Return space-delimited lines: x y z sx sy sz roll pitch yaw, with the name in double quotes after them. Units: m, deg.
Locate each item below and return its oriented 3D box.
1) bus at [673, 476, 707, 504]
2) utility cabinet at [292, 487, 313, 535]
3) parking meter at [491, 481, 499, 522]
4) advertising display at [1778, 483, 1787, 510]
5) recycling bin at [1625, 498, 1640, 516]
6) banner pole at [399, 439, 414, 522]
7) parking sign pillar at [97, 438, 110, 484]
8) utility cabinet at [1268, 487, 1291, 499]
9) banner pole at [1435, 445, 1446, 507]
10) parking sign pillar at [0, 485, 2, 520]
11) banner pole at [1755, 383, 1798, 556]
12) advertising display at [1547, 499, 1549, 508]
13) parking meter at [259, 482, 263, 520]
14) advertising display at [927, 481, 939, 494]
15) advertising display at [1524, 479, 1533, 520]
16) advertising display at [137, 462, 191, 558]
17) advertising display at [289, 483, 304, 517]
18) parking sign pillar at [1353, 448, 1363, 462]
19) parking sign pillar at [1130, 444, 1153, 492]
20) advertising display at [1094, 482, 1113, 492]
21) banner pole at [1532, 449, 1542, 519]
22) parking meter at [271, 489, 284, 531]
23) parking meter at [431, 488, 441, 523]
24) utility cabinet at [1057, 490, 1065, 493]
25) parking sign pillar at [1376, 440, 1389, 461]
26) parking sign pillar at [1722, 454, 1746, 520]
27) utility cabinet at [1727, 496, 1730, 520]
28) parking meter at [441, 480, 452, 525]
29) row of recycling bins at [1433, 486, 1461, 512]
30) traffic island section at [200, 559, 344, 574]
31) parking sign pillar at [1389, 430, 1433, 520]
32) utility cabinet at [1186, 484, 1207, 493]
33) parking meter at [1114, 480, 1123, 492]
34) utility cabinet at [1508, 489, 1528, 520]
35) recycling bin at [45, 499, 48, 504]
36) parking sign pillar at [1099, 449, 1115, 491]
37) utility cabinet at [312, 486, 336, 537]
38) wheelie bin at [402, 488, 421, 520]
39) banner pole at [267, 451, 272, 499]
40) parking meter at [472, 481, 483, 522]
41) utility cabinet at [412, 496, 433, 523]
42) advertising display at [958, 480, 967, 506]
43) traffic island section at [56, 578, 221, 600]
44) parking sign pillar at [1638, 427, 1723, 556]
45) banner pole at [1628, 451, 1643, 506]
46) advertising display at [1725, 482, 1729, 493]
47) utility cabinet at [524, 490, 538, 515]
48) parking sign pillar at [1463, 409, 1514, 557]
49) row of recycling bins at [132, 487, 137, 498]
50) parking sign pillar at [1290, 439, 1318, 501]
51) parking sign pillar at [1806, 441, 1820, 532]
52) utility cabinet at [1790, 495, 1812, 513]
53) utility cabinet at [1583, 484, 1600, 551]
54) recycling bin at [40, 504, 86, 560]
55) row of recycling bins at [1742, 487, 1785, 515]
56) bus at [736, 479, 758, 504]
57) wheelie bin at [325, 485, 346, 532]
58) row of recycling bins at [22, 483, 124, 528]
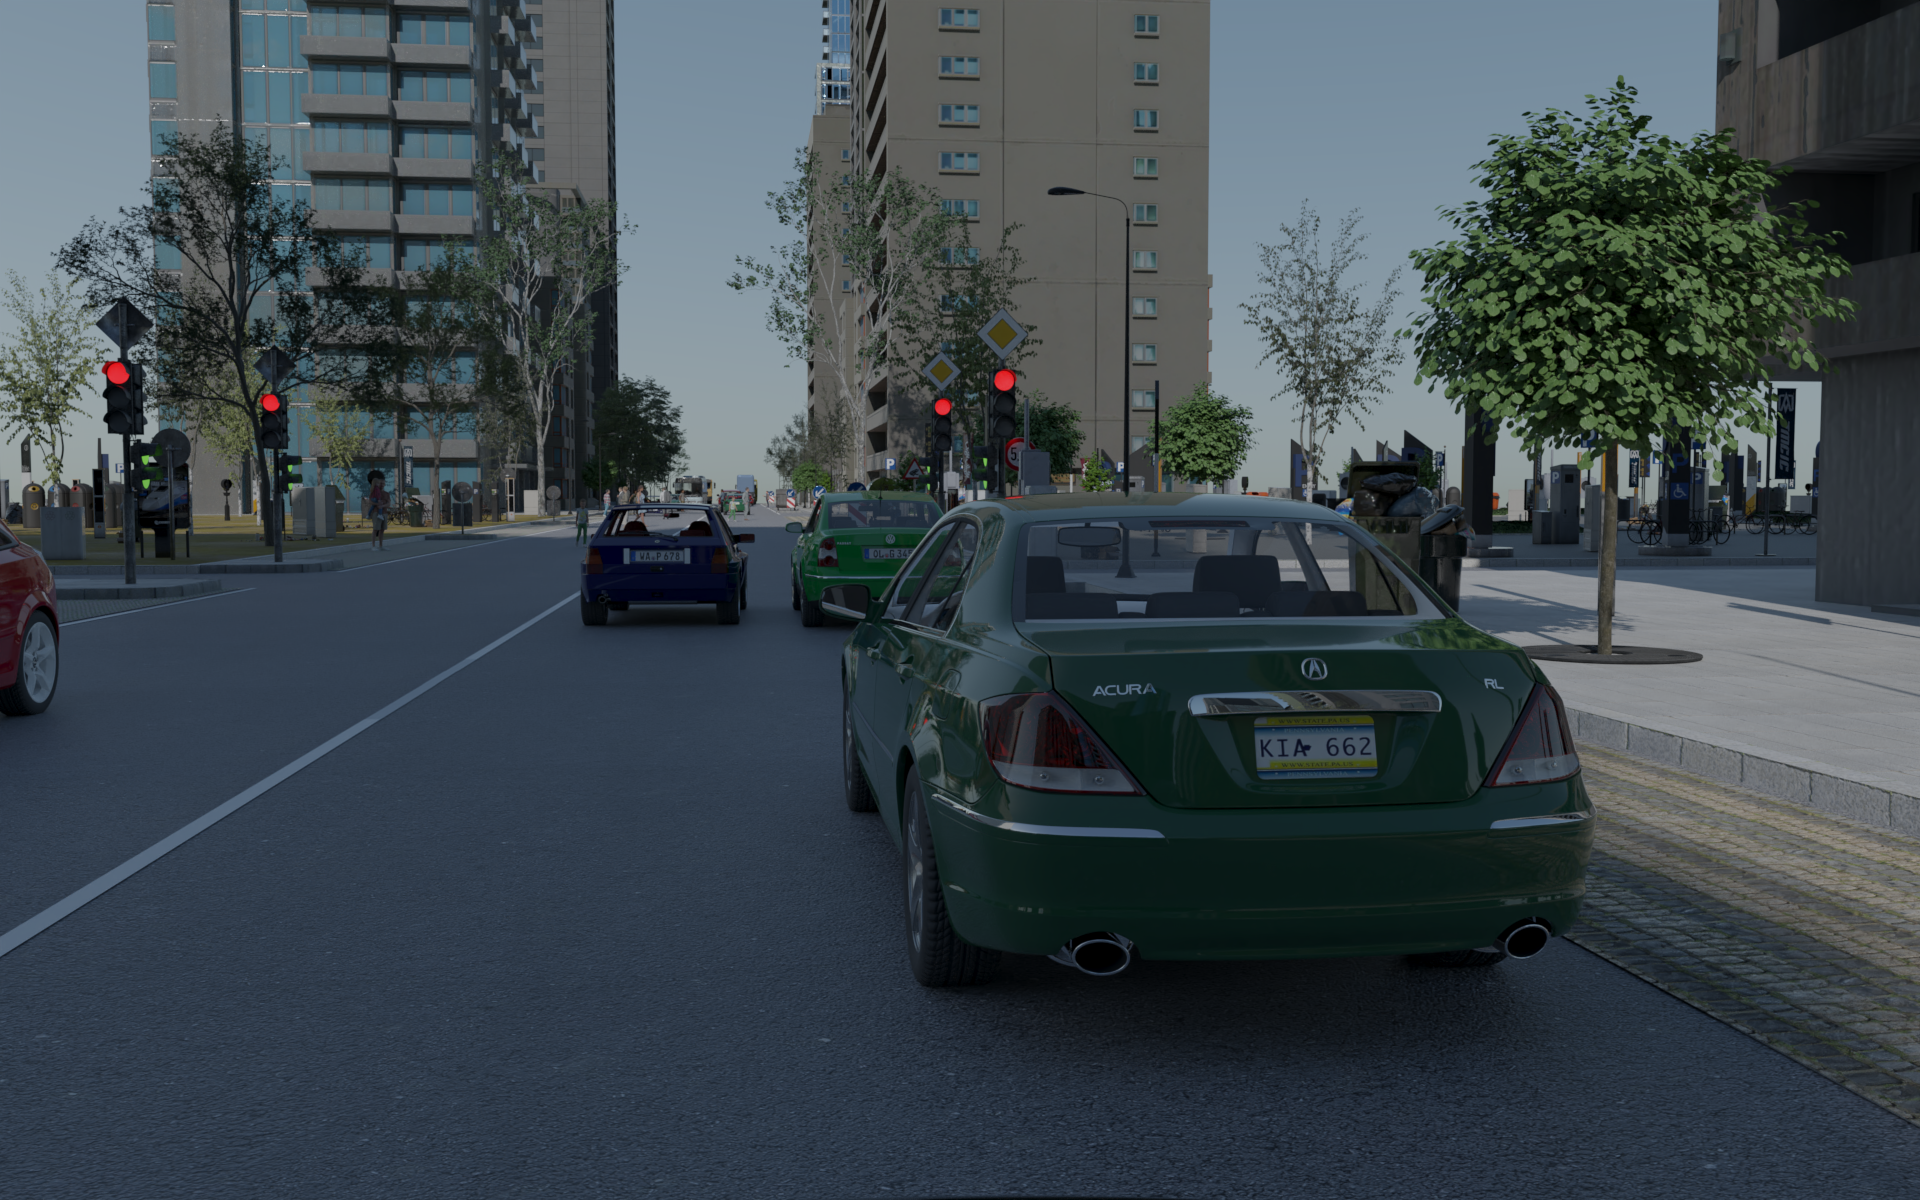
-26.014 -10.572 167.706 2.948 3.499 13.247 0 4 -6 "bus"
-20.458 -2.770 53.973 0.318 1.500 1.173 -3 5 -41 "utility cabinet"
-21.167 -4.475 78.869 0.255 1.863 0.399 0 4 0 "parking meter"
48.313 -5.906 101.776 0.974 1.923 0.123 -3 5 -40 "advertising display"
39.168 -5.408 100.969 0.722 1.027 0.722 -3 5 -44 "recycling bin"
-25.334 -5.452 79.153 0.401 3.779 0.863 3 5 41 "banner pole"
-41.401 -5.823 83.686 1.447 3.967 1.447 -2 4 -28 "parking sign pillar"
10.042 -2.793 54.339 0.318 1.500 1.173 2 4 33 "utility cabinet"
24.741 -6.061 89.112 0.863 3.779 0.401 -2 4 -26 "banner pole"
-18.604 -2.675 32.207 1.447 3.967 1.447 2 4 28 "parking sign pillar"
16.969 -2.808 35.936 0.863 3.779 0.401 -1 4 -13 "banner pole"
28.485 -4.890 85.166 0.974 1.923 0.123 -1 4 -13 "advertising display"
-34.331 -4.852 85.039 0.255 1.863 0.399 0 4 3 "parking meter"
-1.232 -4.942 86.009 0.974 1.923 0.123 -3 4 -37 "advertising display"
24.254 -4.177 73.514 0.974 1.923 0.123 -3 5 -41 "advertising display"
-16.007 -1.812 34.833 0.974 1.923 0.123 -1 4 -15 "advertising display"
-37.757 -5.712 98.605 0.123 1.923 0.974 2 4 26 "advertising display"
23.801 -6.994 102.830 1.447 3.967 1.447 3 4 39 "parking sign pillar"
8.515 -5.630 80.515 1.447 3.967 1.447 0 4 2 "parking sign pillar"
6.382 -4.451 77.988 0.974 1.923 0.123 -1 4 -12 "advertising display"
20.347 -4.346 61.077 0.401 3.779 0.863 0 4 -4 "banner pole"
-23.637 -3.155 59.991 0.372 1.533 0.369 0 3 0 "parking meter"
-22.908 -4.118 75.735 0.372 1.533 0.369 0 3 0 "parking meter"
6.008 -5.841 104.183 0.318 1.500 1.173 1 4 21 "utility cabinet"
21.122 -5.918 85.229 1.447 3.967 1.447 1 4 14 "parking sign pillar"
39.001 -6.030 87.070 1.447 3.967 1.447 1 4 13 "parking sign pillar"
33.123 -3.933 75.473 1.020 1.237 0.306 -3 4 -36 "utility cabinet"
-21.647 -4.115 72.986 0.255 1.863 0.399 1 4 18 "parking meter"
25.440 -5.319 94.072 3.534 1.692 1.069 2 4 34 "row of recycling bins"
-12.889 -0.638 32.713 2.009 0.180 2.903 0 4 -7 "traffic island section"
19.005 -5.117 72.142 1.447 3.967 1.447 3 5 44 "parking sign pillar"
5.177 -1.786 37.888 0.318 1.500 1.173 0 3 0 "utility cabinet"
6.659 -4.080 72.419 0.399 1.863 0.255 1 4 18 "parking meter"
26.735 -4.513 82.468 1.173 1.500 0.318 1 4 21 "utility cabinet"
-48.040 -4.793 90.927 0.722 1.027 0.722 1 4 13 "recycling bin"
8.671 -7.002 102.955 1.447 3.967 1.447 -2 4 -28 "parking sign pillar"
-18.665 -2.586 50.962 0.318 1.500 1.173 -2 4 -34 "utility cabinet"
-26.732 -4.683 84.468 0.980 1.594 0.693 -3 4 -36 "wheelie bin"
-40.477 -6.824 101.589 0.401 3.779 0.863 -3 5 -44 "banner pole"
-21.852 -4.450 78.465 0.399 1.863 0.255 1 4 13 "parking meter"
-23.555 -3.965 75.987 0.306 1.237 1.020 2 4 24 "utility cabinet"
-0.138 -4.364 76.567 0.974 1.923 0.123 2 4 30 "advertising display"
-11.889 -0.153 24.790 2.009 0.180 2.903 0 4 -7 "traffic island section"
15.063 -2.930 36.380 1.447 3.967 1.447 1 4 17 "parking sign pillar"
32.396 -5.676 82.821 0.863 3.779 0.401 1 4 12 "banner pole"
41.568 -5.401 93.518 0.974 1.923 0.123 -3 5 -43 "advertising display"
-25.789 -5.889 104.965 1.173 1.500 0.318 0 4 3 "utility cabinet"
10.670 -2.884 35.624 1.447 3.967 1.447 1 4 8 "parking sign pillar"
-33.560 -3.843 69.952 1.069 1.692 3.534 0 4 0 "row of recycling bins"
16.779 -5.870 84.448 1.447 3.967 1.447 -1 4 -15 "parking sign pillar"
29.888 -4.339 59.418 1.447 3.967 1.447 -1 4 -23 "parking sign pillar"
39.533 -4.292 81.343 0.306 1.237 1.020 -2 4 -30 "utility cabinet"
14.171 -1.837 38.714 0.318 1.500 1.173 1 4 12 "utility cabinet"
-17.555 -1.306 33.909 0.722 1.027 0.722 -1 4 -22 "recycling bin"
44.494 -5.449 96.205 1.069 1.692 3.534 -1 4 -12 "row of recycling bins"
-31.032 -15.966 252.587 2.896 3.916 12.252 -1 4 -9 "bus"
-21.212 -3.090 58.423 0.693 1.594 0.980 1 4 13 "wheelie bin"
-33.523 -3.555 65.232 3.534 1.692 1.069 0 4 1 "row of recycling bins"
